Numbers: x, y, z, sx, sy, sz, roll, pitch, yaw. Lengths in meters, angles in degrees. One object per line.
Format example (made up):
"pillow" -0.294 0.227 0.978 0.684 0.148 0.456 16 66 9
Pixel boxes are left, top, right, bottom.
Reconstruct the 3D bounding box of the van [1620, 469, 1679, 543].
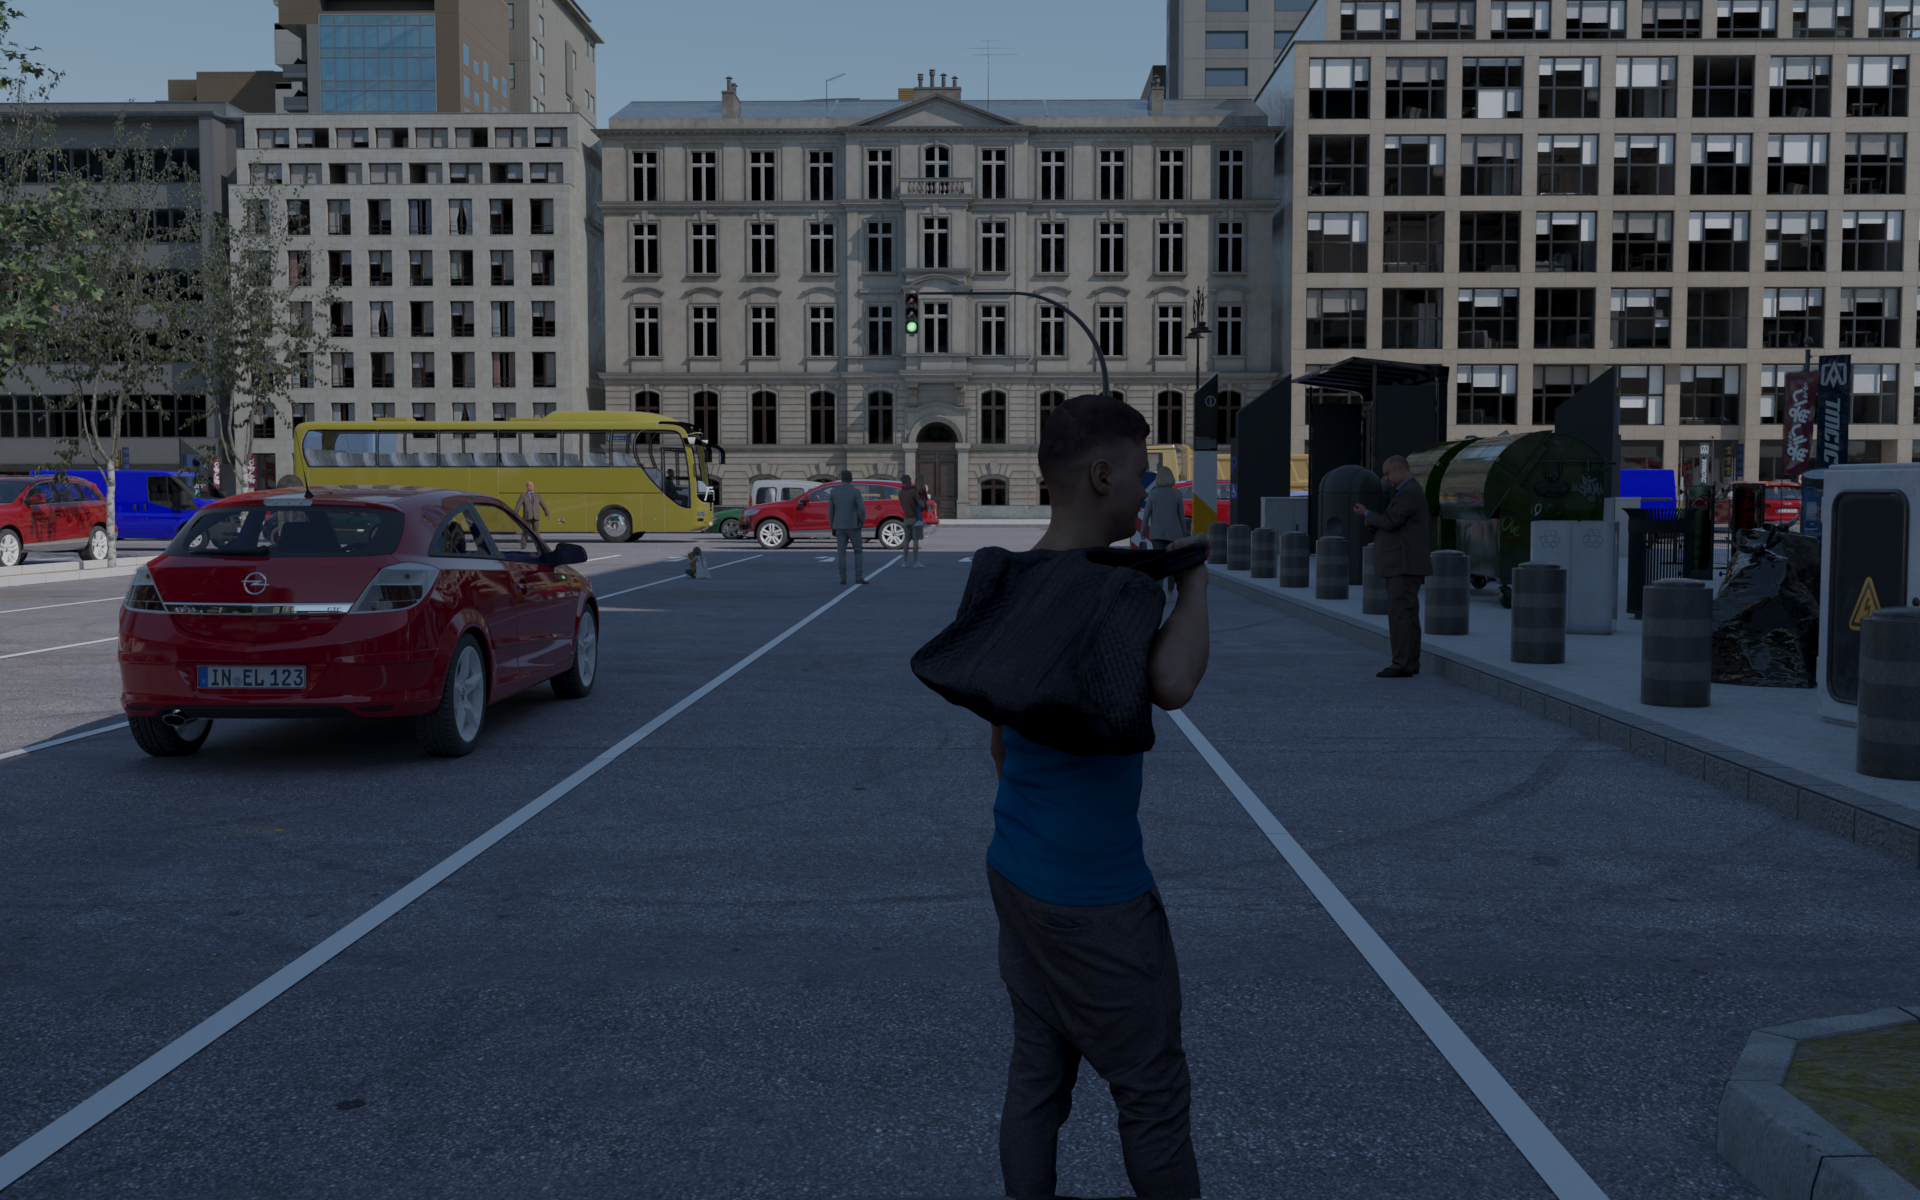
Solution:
"van" 14.817 -2.345 42.727 5.245 2.365 2.240 0 4 2

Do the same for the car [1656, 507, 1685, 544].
"car" 18.876 -2.371 50.563 4.920 1.459 2.131 0 4 1

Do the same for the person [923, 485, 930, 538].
"person" -1.320 -2.913 56.791 0.598 1.740 0.731 3 5 41

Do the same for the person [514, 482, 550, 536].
"person" -11.153 -2.207 45.141 0.990 1.755 0.434 -2 4 -29

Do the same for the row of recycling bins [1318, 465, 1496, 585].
"row of recycling bins" 6.859 -1.102 25.123 3.534 1.692 1.069 -1 4 -20

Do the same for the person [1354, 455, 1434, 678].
"person" 3.433 -0.277 13.719 0.600 1.739 0.565 -1 4 -12

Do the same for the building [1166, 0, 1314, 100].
"building" 29.139 -37.588 156.558 21.231 58.520 28.212 0 4 1

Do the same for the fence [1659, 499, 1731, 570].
"fence" 13.068 -1.183 30.540 0.480 1.192 2.264 0 4 -1

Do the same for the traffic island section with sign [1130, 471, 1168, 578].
"traffic island section with sign" 3.127 -1.338 30.503 1.989 1.847 2.006 0 4 1

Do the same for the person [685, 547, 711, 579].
"person" -4.443 -0.637 29.388 0.357 0.543 0.381 2 4 29

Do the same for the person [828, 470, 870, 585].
"person" -1.776 -1.156 27.492 0.635 1.810 0.391 0 4 6

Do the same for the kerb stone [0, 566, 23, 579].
"kerb stone" -16.800 -0.500 30.378 0.120 0.150 1.000 0 4 1

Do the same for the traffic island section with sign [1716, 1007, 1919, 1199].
"traffic island section with sign" 2.636 0.327 3.283 1.989 1.847 2.006 0 4 1

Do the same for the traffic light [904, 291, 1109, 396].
"traffic light" 1.151 -3.927 38.867 4.771 5.953 1.251 0 4 1

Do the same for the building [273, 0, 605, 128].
"building" -52.215 -35.748 173.722 27.495 52.752 28.713 0 4 1

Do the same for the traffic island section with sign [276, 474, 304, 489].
"traffic island section with sign" -15.571 -1.928 39.664 2.006 1.907 1.989 0 4 1

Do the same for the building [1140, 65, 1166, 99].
"building" 25.943 -32.298 178.189 14.600 45.320 14.200 0 4 1

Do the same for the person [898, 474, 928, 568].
"person" -0.898 -1.548 33.787 0.580 1.828 0.573 -1 4 -14

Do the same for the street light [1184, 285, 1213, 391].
"street light" 5.286 -4.023 38.569 0.468 5.910 1.993 0 4 1

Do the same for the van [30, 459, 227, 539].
"van" -20.902 -2.439 44.261 5.245 2.365 2.240 0 4 3

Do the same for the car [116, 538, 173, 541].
"car" -25.358 -2.698 53.708 3.694 1.707 1.945 0 3 0

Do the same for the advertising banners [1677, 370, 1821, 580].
"advertising banners" 11.476 -1.777 25.244 0.090 3.025 2.074 -3 4 -36

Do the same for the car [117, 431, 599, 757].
"car" -3.536 -0.116 10.932 2.155 1.783 4.494 0 4 1

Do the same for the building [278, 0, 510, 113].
"building" -45.935 -30.179 143.530 14.600 45.320 14.200 0 4 1

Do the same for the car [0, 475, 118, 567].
"car" -18.677 -1.550 34.009 2.281 1.827 5.304 0 4 2

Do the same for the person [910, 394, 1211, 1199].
"person" 0.263 0.460 2.843 0.662 1.594 0.647 -2 4 -32

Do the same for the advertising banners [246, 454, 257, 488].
"advertising banners" -30.380 -4.892 76.167 2.074 3.025 0.090 0 4 -2

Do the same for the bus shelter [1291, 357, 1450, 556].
"bus shelter" 7.626 -2.534 32.707 1.731 3.624 6.357 0 4 1

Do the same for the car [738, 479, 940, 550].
"car" -3.179 -2.251 45.484 5.304 1.827 2.281 0 4 2

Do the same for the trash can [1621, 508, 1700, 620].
"trash can" 7.158 -0.372 17.732 0.748 1.137 0.748 0 3 0

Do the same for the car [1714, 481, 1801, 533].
"car" 23.622 -2.637 51.784 2.281 1.827 5.304 0 4 2

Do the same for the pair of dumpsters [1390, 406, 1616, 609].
"pair of dumpsters" 6.571 -1.149 21.279 1.574 2.255 4.437 0 4 1

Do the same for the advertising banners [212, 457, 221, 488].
"advertising banners" -35.059 -5.145 80.315 0.090 3.025 2.074 2 4 26

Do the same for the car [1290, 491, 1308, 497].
"car" 9.113 -2.017 42.564 3.694 1.707 1.945 0 4 0

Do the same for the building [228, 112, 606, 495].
"building" -27.376 -14.409 90.346 16.860 20.320 10.420 0 4 1

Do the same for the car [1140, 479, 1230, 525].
"car" 7.355 -2.279 45.933 5.304 1.827 2.281 0 4 0

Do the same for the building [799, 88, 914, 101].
"building" -15.649 -43.592 254.732 28.212 58.520 21.231 0 4 1

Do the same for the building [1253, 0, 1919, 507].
"building" 33.407 -17.698 93.873 34.151 26.468 19.350 0 4 1

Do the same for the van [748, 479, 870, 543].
"van" -4.190 -2.695 51.081 4.112 2.044 2.013 0 4 3

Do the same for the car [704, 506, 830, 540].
"car" -5.736 -2.657 55.242 4.920 1.459 2.131 0 3 0

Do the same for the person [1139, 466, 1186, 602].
"person" 2.629 -0.867 22.852 0.709 1.800 0.728 0 4 8

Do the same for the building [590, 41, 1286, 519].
"building" -1.063 -16.717 92.414 34.723 24.649 14.460 0 4 1

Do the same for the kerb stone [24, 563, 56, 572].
"kerb stone" -16.774 -0.564 31.411 0.120 0.150 1.000 0 4 1

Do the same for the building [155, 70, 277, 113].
"building" -73.278 -32.475 181.074 14.200 45.320 14.600 0 4 1

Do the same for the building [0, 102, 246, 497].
"building" -50.923 -16.774 93.318 30.058 24.678 14.314 0 4 1
